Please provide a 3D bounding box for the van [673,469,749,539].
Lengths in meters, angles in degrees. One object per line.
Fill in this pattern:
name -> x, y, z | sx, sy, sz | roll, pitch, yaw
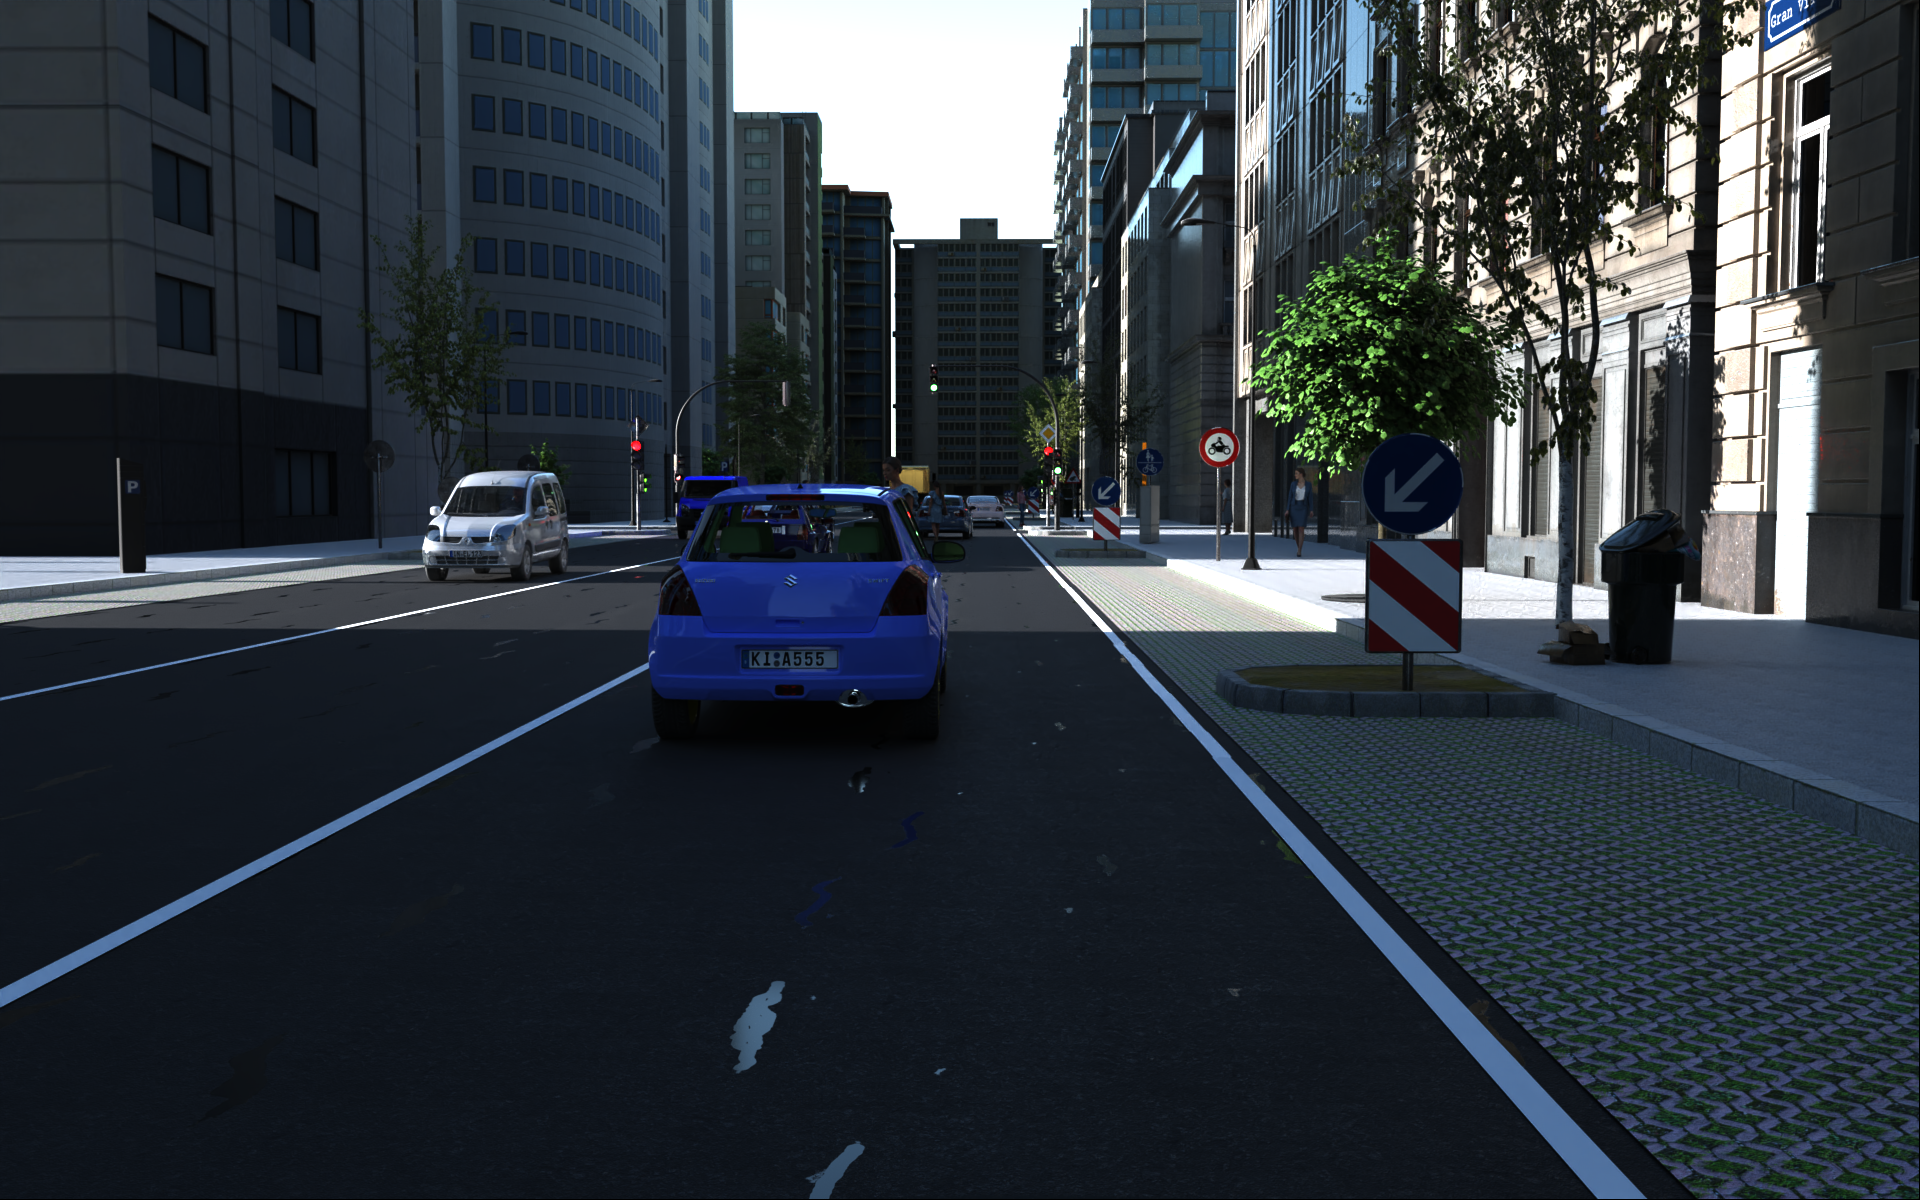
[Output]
van -> -8.100, -3.232, 57.225 | 2.240, 2.365, 5.245 | 0, 4, 0

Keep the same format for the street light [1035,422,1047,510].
street light -> 5.545, -8.496, 111.454 | 1.470, 5.913, 1.316 | 0, 4, 1

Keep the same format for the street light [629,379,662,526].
street light -> -12.725, -5.968, 70.118 | 1.470, 5.913, 1.316 | 0, 4, 1

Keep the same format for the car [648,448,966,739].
car -> -0.936, -0.112, 11.417 | 1.945, 1.707, 3.694 | 0, 4, 0

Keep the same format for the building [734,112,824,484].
building -> -21.896, -30.383, 180.359 | 14.154, 41.232, 14.086 | 0, 4, 1

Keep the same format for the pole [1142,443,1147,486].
pole -> 7.316, -4.574, 68.632 | 0.158, 3.312, 0.155 | 0, 3, 0

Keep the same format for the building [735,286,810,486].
building -> -29.053, -19.216, 159.213 | 27.650, 21.520, 28.899 | 0, 4, 1

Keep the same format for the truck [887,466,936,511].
truck -> -3.373, -7.431, 117.424 | 3.469, 3.379, 9.791 | 0, 4, -1

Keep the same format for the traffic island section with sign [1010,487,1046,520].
traffic island section with sign -> 3.870, -5.236, 94.243 | 1.989, 1.847, 2.006 | 0, 4, 1

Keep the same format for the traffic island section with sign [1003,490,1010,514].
traffic island section with sign -> 4.217, -6.898, 121.417 | 1.989, 1.847, 2.006 | 0, 4, 1

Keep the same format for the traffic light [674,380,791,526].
traffic light -> -9.163, -5.784, 69.238 | 4.771, 5.953, 1.251 | 0, 4, 1

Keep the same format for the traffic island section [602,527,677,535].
traffic island section -> -11.397, -2.391, 61.380 | 2.009, 0.180, 2.903 | 0, 4, 1

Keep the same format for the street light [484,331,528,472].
street light -> -12.977, -4.701, 49.402 | 1.470, 5.913, 1.316 | 0, 4, 1

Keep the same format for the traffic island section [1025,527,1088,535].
traffic island section -> 3.444, -2.380, 61.188 | 2.009, 0.180, 2.903 | 0, 4, 1

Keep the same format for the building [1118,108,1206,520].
building -> 14.653, -14.668, 94.575 | 10.420, 20.320, 16.860 | 0, 4, 1

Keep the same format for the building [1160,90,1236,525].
building -> 21.560, -14.382, 76.946 | 24.055, 21.916, 13.314 | 0, 4, 1

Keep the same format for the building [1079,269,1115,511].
building -> 14.998, -17.193, 135.855 | 10.420, 20.320, 16.860 | 0, 4, 1

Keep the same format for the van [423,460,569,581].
van -> -7.963, -1.401, 29.924 | 2.013, 2.044, 4.112 | 0, 4, 0

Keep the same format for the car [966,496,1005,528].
car -> 0.957, -3.863, 75.516 | 2.083, 1.381, 4.827 | 0, 4, -1

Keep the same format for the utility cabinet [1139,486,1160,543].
utility cabinet -> 4.944, -2.236, 45.239 | 0.318, 1.500, 1.173 | 1, 4, 17

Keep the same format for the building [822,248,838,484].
building -> -22.142, -26.852, 210.728 | 14.107, 30.474, 14.160 | 0, 4, 1

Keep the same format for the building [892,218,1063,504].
building -> 2.621, -33.935, 246.713 | 23.993, 40.220, 32.217 | 0, 4, 1

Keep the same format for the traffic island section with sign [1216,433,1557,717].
traffic island section with sign -> 2.835, -0.206, 11.999 | 1.989, 1.847, 2.006 | 0, 4, 1

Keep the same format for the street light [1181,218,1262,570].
street light -> 4.416, -3.472, 29.303 | 1.470, 5.913, 1.316 | 0, 4, 1

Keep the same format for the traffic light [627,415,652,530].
traffic light -> -11.357, -4.423, 61.245 | 0.839, 4.253, 0.868 | 0, 4, 1

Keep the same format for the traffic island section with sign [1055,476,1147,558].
traffic island section with sign -> 3.175, -1.888, 39.497 | 1.989, 1.847, 2.006 | 0, 4, 1

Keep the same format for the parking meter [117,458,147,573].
parking meter -> -13.472, -1.376, 28.205 | 0.399, 1.863, 0.255 | -3, 4, -36

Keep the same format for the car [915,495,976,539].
car -> -0.493, -2.712, 56.340 | 2.014, 1.417, 4.499 | 0, 4, 2

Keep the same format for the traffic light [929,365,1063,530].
traffic light -> 1.311, -5.278, 60.959 | 4.771, 5.953, 1.251 | 0, 4, 1

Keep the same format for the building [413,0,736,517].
building -> -28.458, -35.501, 122.439 | 21.231, 58.520, 28.212 | 0, 4, 1

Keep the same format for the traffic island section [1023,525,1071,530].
traffic island section -> 3.545, -2.868, 69.172 | 2.009, 0.180, 2.903 | 0, 4, 1

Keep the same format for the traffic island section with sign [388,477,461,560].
traffic island section with sign -> -11.367, -1.819, 38.375 | 1.989, 1.847, 2.006 | 0, 4, 1

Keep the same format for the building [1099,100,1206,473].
building -> 17.208, -19.675, 115.198 | 14.314, 27.812, 24.014 | 0, 4, 1

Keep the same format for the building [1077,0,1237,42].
building -> 21.486, -33.691, 170.453 | 23.786, 49.044, 30.456 | 0, 4, 1

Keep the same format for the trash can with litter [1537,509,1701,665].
trash can with litter -> 4.977, -0.104, 13.095 | 1.055, 1.170, 0.624 | -1, 4, -14

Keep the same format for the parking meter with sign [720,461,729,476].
parking meter with sign -> -13.010, -5.846, 91.847 | 0.543, 3.016, 1.738 | 2, 4, 34

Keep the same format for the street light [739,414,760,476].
street light -> -12.333, -7.862, 101.090 | 1.470, 5.913, 1.316 | 0, 4, 1

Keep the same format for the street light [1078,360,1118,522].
street light -> 4.907, -5.366, 60.275 | 1.470, 5.913, 1.316 | 0, 4, 1

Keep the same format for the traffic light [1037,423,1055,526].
traffic light -> 3.505, -4.901, 69.059 | 0.839, 4.253, 0.868 | 0, 4, 1

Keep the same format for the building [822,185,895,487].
building -> -23.868, -35.933, 242.132 | 28.867, 44.769, 22.147 | 0, 4, 1

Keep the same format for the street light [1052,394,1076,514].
street light -> 5.093, -6.579, 80.101 | 1.470, 5.913, 1.316 | 0, 4, 1

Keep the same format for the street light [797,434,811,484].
street light -> -11.869, -9.762, 132.143 | 1.470, 5.913, 1.316 | 0, 4, 1

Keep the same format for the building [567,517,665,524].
building -> -25.571, -33.188, 84.618 | 21.231, 58.520, 28.212 | 0, 4, 1
